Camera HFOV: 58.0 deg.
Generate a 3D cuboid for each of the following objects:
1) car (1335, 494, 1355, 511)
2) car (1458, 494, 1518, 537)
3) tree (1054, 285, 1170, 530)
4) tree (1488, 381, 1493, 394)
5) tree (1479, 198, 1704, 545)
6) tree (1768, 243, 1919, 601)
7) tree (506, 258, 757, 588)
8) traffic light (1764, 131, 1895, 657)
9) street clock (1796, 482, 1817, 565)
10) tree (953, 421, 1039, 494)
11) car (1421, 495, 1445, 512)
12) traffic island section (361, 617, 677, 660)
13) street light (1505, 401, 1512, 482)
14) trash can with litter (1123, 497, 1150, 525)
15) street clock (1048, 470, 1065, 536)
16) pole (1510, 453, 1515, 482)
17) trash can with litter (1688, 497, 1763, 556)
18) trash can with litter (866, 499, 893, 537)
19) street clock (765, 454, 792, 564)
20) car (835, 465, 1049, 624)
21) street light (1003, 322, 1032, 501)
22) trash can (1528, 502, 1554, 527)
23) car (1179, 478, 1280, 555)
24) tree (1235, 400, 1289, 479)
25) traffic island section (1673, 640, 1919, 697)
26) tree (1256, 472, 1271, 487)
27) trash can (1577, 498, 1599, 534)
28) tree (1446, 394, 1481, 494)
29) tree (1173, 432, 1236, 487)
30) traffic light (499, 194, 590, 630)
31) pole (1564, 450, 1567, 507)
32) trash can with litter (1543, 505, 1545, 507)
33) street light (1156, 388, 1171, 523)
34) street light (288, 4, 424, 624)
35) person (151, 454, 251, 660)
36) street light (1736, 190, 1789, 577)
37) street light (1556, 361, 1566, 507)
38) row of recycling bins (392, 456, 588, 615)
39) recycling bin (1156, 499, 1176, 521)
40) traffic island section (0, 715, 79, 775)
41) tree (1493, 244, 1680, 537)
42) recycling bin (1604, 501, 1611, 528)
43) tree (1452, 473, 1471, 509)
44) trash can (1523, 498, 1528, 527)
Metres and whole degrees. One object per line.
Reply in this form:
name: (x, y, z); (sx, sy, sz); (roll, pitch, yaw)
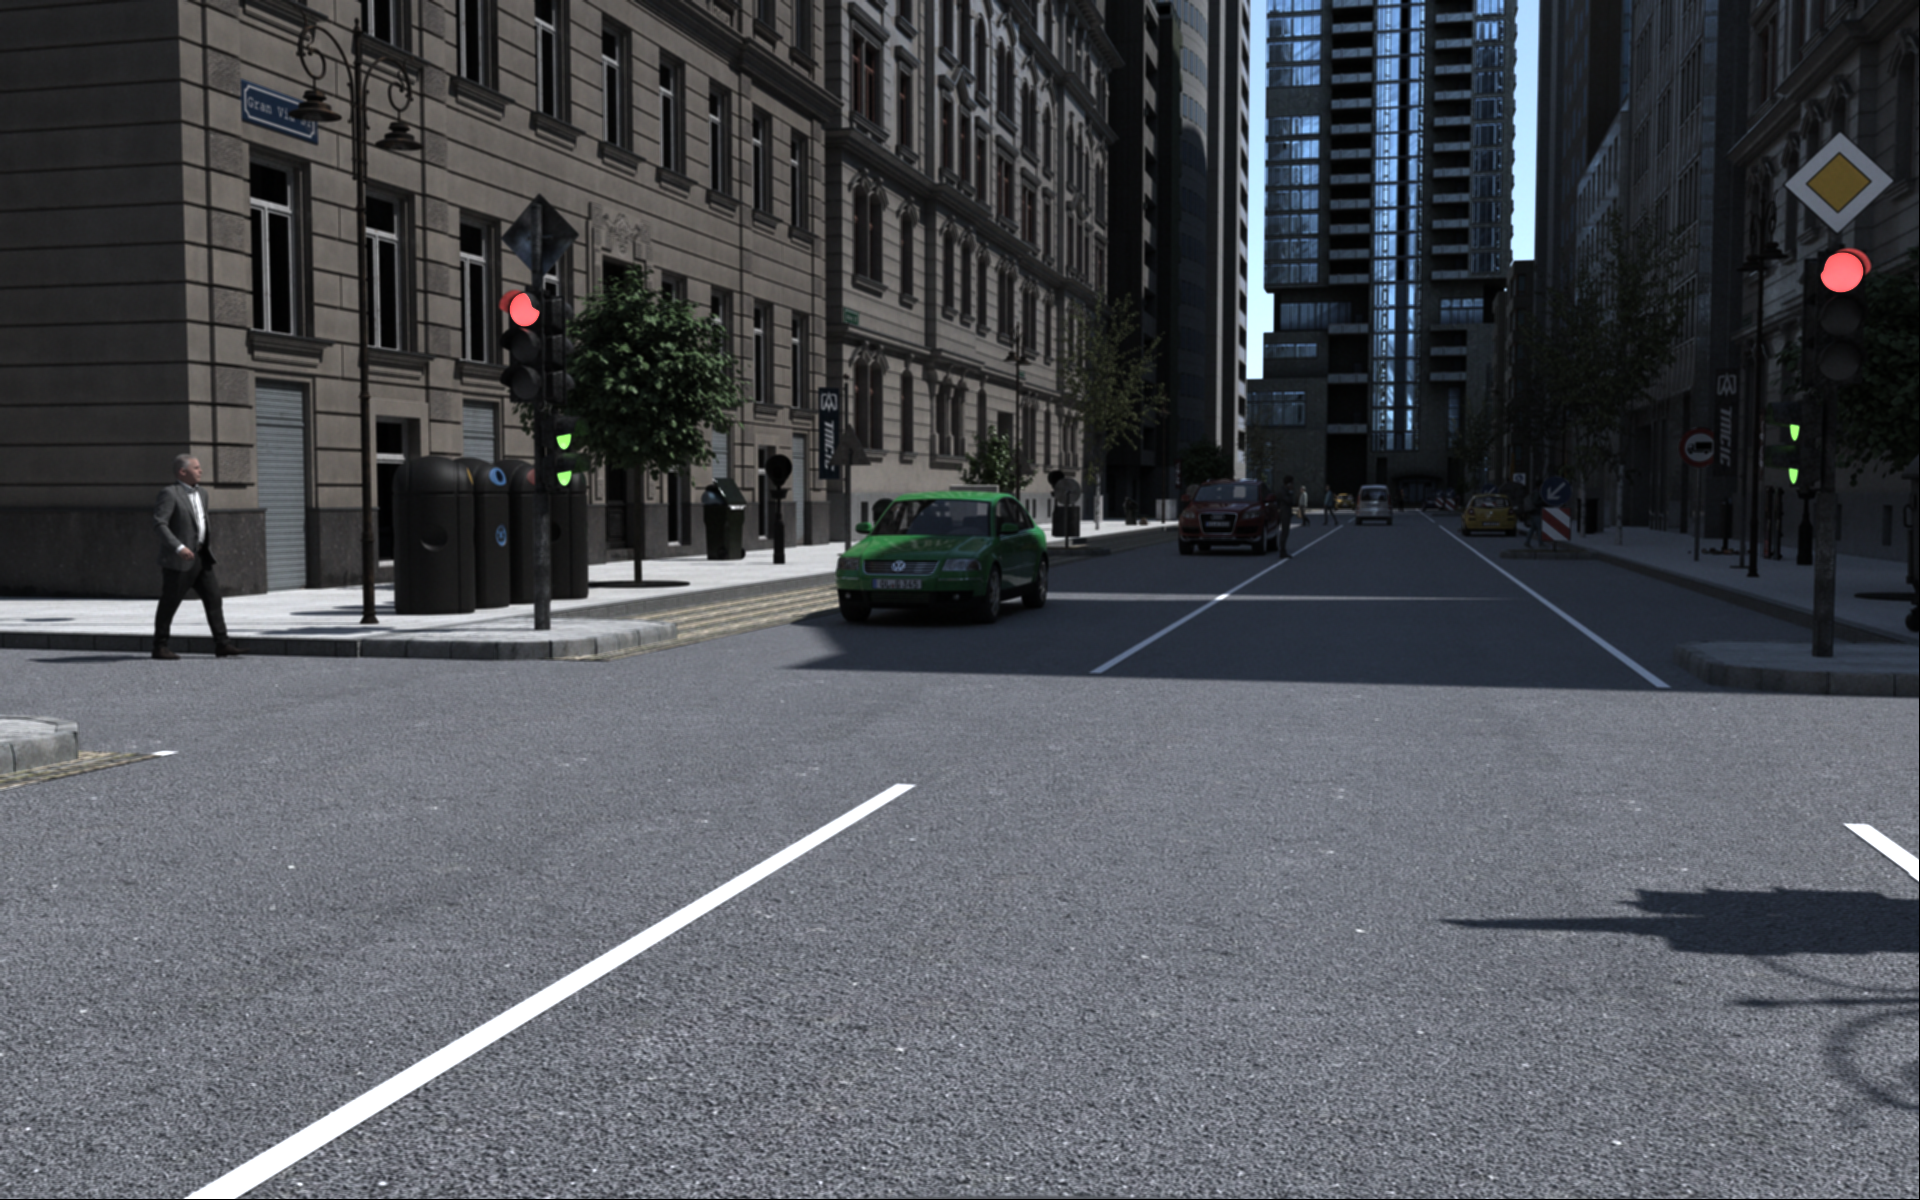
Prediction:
car: (33.470, -8.579, 150.484); (2.015, 1.641, 3.980); (1, 4, 13)
car: (18.266, -3.035, 59.847); (2.015, 1.641, 3.980); (1, 4, 14)
tree: (5.151, -6.831, 62.055); (4.737, 8.622, 4.395); (0, 3, 0)
tree: (24.401, -7.498, 72.948); (4.360, 8.622, 3.978); (0, 3, 0)
tree: (16.425, -5.692, 43.420); (4.737, 8.622, 4.395); (0, 3, 0)
tree: (11.817, -2.297, 21.263); (4.285, 4.588, 4.351); (0, 3, 0)
tree: (-4.444, -2.476, 24.200); (4.285, 4.588, 4.351); (0, 3, 0)
traffic light: (6.801, -1.508, 13.580); (0.839, 4.253, 0.868); (1, 4, 14)
street clock: (15.289, -1.634, 31.290); (0.358, 2.002, 0.471); (-2, 4, -29)
tree: (0.899, -3.037, 44.249); (1.663, 3.219, 1.824); (0, 3, 0)
car: (38.987, -7.957, 142.669); (1.945, 1.354, 3.894); (1, 4, 13)
traffic island section: (-3.968, 0.360, 16.396); (2.009, 0.180, 2.903); (1, 4, 14)
street light: (26.836, -6.853, 84.834); (0.468, 5.910, 1.993); (1, 4, 14)
trash can with litter: (7.296, -3.680, 71.554); (1.055, 1.170, 0.624); (0, 4, -6)
street clock: (2.929, -2.950, 52.800); (0.471, 2.002, 0.358); (-2, 4, -26)
pole: (27.399, -5.631, 85.906); (0.158, 3.312, 0.155); (0, 3, 0)
trash can with litter: (16.562, -1.602, 37.248); (1.678, 1.210, 2.233); (1, 4, 20)
trash can with litter: (-1.904, -1.904, 42.523); (0.624, 1.170, 1.055); (1, 4, 16)
street clock: (-3.322, -1.662, 31.747); (0.471, 2.002, 0.358); (-1, 4, -14)
car: (-0.121, -0.729, 20.708); (1.959, 1.807, 4.718); (1, 4, 14)
street light: (1.549, -4.515, 46.601); (0.468, 5.910, 1.993); (1, 4, 14)
trash can: (20.453, -2.981, 60.387); (0.748, 1.137, 0.748); (0, 3, 0)
car: (6.645, -2.063, 42.405); (2.281, 1.827, 5.304); (1, 4, 16)
tree: (23.403, -11.323, 135.488); (4.360, 8.622, 3.978); (0, 3, 0)
traffic island section: (6.837, 0.526, 13.685); (2.009, 0.180, 2.903); (1, 4, 14)
tree: (24.624, -8.939, 140.762); (1.663, 3.219, 1.824); (0, 3, 0)
trash can: (20.253, -2.706, 55.904); (0.748, 1.137, 0.748); (0, 3, 0)
tree: (37.239, -10.689, 125.134); (4.737, 8.622, 4.395); (0, 3, 0)
tree: (12.869, -6.618, 91.923); (4.285, 4.588, 4.351); (0, 3, 0)
traffic light: (-3.932, -1.672, 16.252); (0.839, 4.253, 0.868); (1, 4, 14)
pole: (27.916, -5.269, 79.991); (0.158, 3.312, 0.155); (0, 3, 0)
trash can with litter: (21.858, -3.235, 64.281); (1.055, 1.170, 0.624); (1, 4, 18)
street light: (8.914, -6.299, 75.775); (0.468, 5.910, 1.993); (1, 4, 14)
street light: (-5.854, -2.703, 16.986); (0.468, 5.910, 1.993); (1, 4, 14)
person: (-6.624, -0.374, 15.010); (0.834, 1.777, 0.661); (0, 4, 6)
street light: (12.290, -3.295, 26.669); (0.468, 5.910, 1.993); (1, 4, 14)
street light: (19.447, -5.076, 55.781); (0.468, 5.910, 1.993); (1, 4, 14)
row of recycling bins: (-5.388, -0.788, 19.994); (1.069, 1.692, 3.534); (1, 4, 14)
recycling bin: (9.859, -4.297, 82.805); (0.722, 1.027, 0.722); (-3, 5, -40)
traffic island section: (-5.915, 0.834, 8.651); (2.009, 0.180, 2.903); (1, 4, 14)
tree: (18.487, -6.144, 50.820); (4.360, 8.622, 3.978); (0, 3, 0)
recycling bin: (24.597, -3.312, 66.713); (0.722, 1.027, 0.722); (0, 4, 4)
tree: (44.157, -9.684, 152.934); (1.663, 3.219, 1.824); (0, 3, 0)
trash can: (22.014, -3.360, 66.590); (0.748, 1.137, 0.748); (0, 3, 0)
